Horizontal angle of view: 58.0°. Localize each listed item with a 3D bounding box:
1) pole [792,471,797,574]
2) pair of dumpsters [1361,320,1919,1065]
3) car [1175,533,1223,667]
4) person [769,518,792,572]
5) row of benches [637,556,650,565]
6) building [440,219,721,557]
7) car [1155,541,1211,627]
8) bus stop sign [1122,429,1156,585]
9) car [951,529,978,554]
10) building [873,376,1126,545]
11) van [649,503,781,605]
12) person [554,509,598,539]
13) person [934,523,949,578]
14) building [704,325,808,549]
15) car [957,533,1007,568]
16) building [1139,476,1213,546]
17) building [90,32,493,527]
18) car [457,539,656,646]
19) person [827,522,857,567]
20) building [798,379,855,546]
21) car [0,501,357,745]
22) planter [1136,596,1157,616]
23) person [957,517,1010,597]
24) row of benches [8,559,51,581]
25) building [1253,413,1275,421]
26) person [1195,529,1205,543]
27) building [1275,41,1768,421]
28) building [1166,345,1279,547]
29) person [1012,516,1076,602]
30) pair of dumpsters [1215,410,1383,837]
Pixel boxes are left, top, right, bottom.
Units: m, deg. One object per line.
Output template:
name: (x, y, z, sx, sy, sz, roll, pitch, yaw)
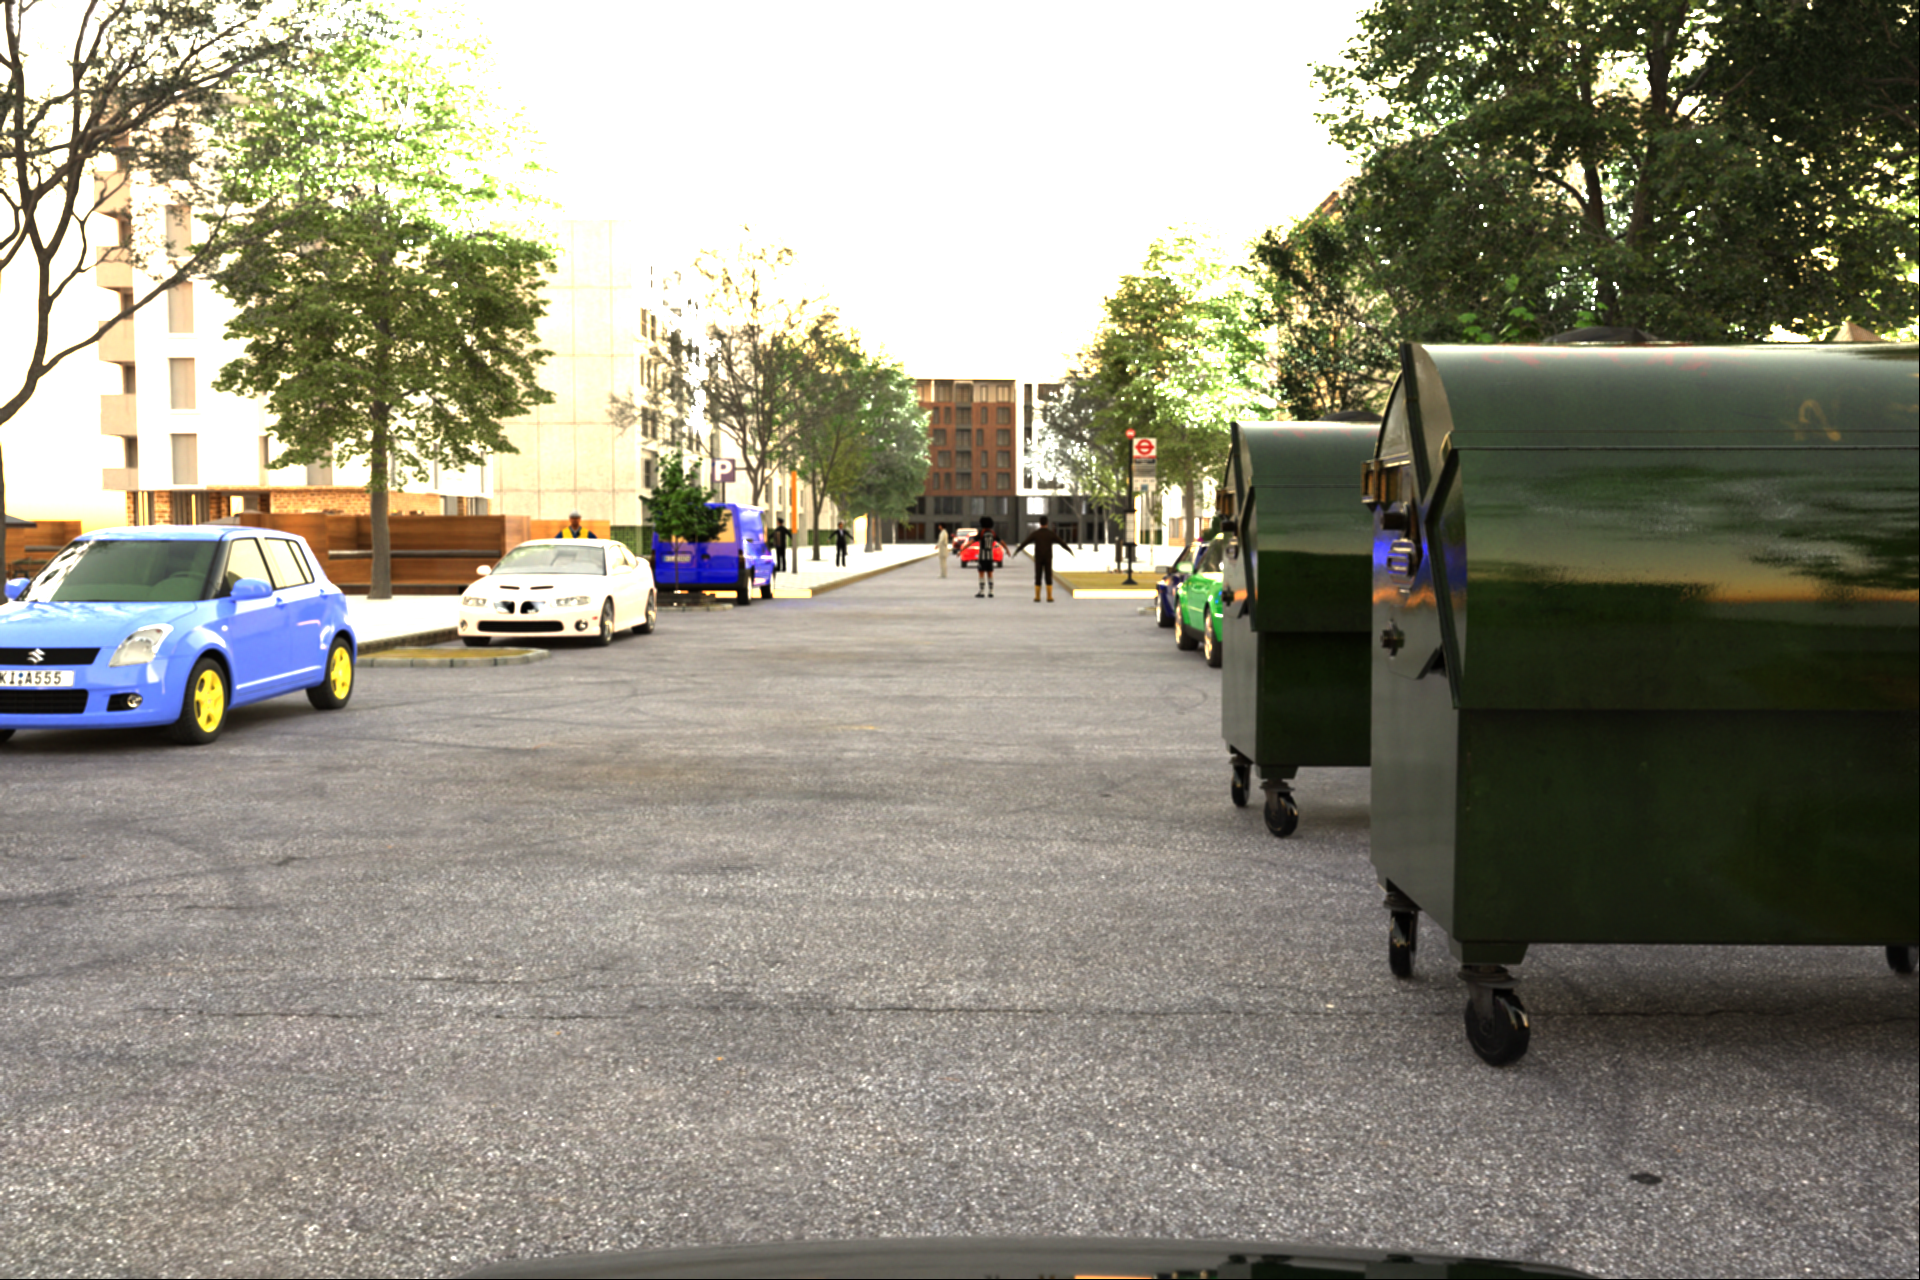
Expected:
pole: (-5.364, -3.808, 56.110, 0.158, 3.312, 0.155, 0, 3, 0)
pair of dumpsters: (3.462, -0.009, 5.091, 4.436, 2.255, 1.574, 0, 4, 2)
car: (3.556, -0.684, 19.984, 1.959, 1.807, 4.718, 0, 4, 0)
person: (-6.134, -3.251, 59.095, 1.347, 1.837, 0.705, -3, 5, -44)
row of benches: (-10.229, -2.054, 49.054, 4.104, 0.672, 1.422, 2, 4, 27)
building: (-26.432, -15.096, 113.270, 16.747, 18.905, 31.486, 0, 4, 1)
car: (3.896, -0.786, 25.439, 1.945, 1.354, 3.894, 0, 4, 0)
bus stop sign: (4.536, -3.377, 43.923, 0.855, 3.939, 0.416, 0, 4, 1)
car: (0.510, -7.051, 123.960, 2.281, 1.827, 5.304, 0, 4, 1)
building: (4.422, -23.846, 236.313, 32.646, 21.610, 27.936, 0, 4, -4)
van: (-5.113, -1.970, 36.586, 2.240, 2.365, 5.245, 0, 4, 2)
person: (-6.211, -1.197, 27.989, 1.349, 1.833, 0.705, -1, 4, -12)
person: (-0.588, -2.954, 56.935, 0.705, 1.806, 1.347, 1, 4, 12)
building: (-24.615, -18.097, 162.343, 16.747, 18.905, 31.486, 0, 4, 2)
car: (0.954, -4.041, 75.115, 2.155, 1.783, 4.494, 0, 4, 1)
building: (31.226, -20.878, 207.805, 16.747, 18.905, 31.486, 0, 4, 1)
building: (-26.826, -12.871, 66.868, 16.016, 20.090, 11.380, 0, 4, 1)
car: (-5.381, -0.688, 23.610, 2.083, 1.381, 4.827, 0, 4, 1)
person: (-4.626, -3.722, 67.581, 1.216, 1.740, 0.721, -1, 4, -22)
building: (-22.292, -20.738, 205.515, 16.747, 18.905, 31.486, 0, 4, 2)
car: (-5.918, -0.203, 12.908, 1.945, 1.707, 3.694, 0, 4, 1)
planter: (4.201, -0.617, 31.227, 1.991, 0.319, 1.994, 0, 4, 2)
person: (0.573, -1.877, 39.283, 1.345, 1.843, 0.704, -2, 4, -26)
row of benches: (-22.344, -1.782, 44.604, 4.104, 0.672, 1.422, -2, 4, -34)
building: (25.587, -10.636, 116.047, 9.099, 9.664, 28.070, 0, 4, 2)
person: (6.695, -2.326, 47.296, 0.991, 1.433, 0.599, 0, 4, -5)
building: (26.232, -15.518, 84.650, 19.493, 23.208, 18.063, 0, 4, 1)
building: (26.946, -19.906, 181.889, 16.016, 20.090, 11.380, 0, 4, 2)
person: (1.771, -1.718, 36.680, 1.346, 1.812, 0.704, 0, 4, 4)
pair of dumpsters: (3.519, -0.227, 8.660, 4.436, 2.255, 1.574, 0, 4, 0)
